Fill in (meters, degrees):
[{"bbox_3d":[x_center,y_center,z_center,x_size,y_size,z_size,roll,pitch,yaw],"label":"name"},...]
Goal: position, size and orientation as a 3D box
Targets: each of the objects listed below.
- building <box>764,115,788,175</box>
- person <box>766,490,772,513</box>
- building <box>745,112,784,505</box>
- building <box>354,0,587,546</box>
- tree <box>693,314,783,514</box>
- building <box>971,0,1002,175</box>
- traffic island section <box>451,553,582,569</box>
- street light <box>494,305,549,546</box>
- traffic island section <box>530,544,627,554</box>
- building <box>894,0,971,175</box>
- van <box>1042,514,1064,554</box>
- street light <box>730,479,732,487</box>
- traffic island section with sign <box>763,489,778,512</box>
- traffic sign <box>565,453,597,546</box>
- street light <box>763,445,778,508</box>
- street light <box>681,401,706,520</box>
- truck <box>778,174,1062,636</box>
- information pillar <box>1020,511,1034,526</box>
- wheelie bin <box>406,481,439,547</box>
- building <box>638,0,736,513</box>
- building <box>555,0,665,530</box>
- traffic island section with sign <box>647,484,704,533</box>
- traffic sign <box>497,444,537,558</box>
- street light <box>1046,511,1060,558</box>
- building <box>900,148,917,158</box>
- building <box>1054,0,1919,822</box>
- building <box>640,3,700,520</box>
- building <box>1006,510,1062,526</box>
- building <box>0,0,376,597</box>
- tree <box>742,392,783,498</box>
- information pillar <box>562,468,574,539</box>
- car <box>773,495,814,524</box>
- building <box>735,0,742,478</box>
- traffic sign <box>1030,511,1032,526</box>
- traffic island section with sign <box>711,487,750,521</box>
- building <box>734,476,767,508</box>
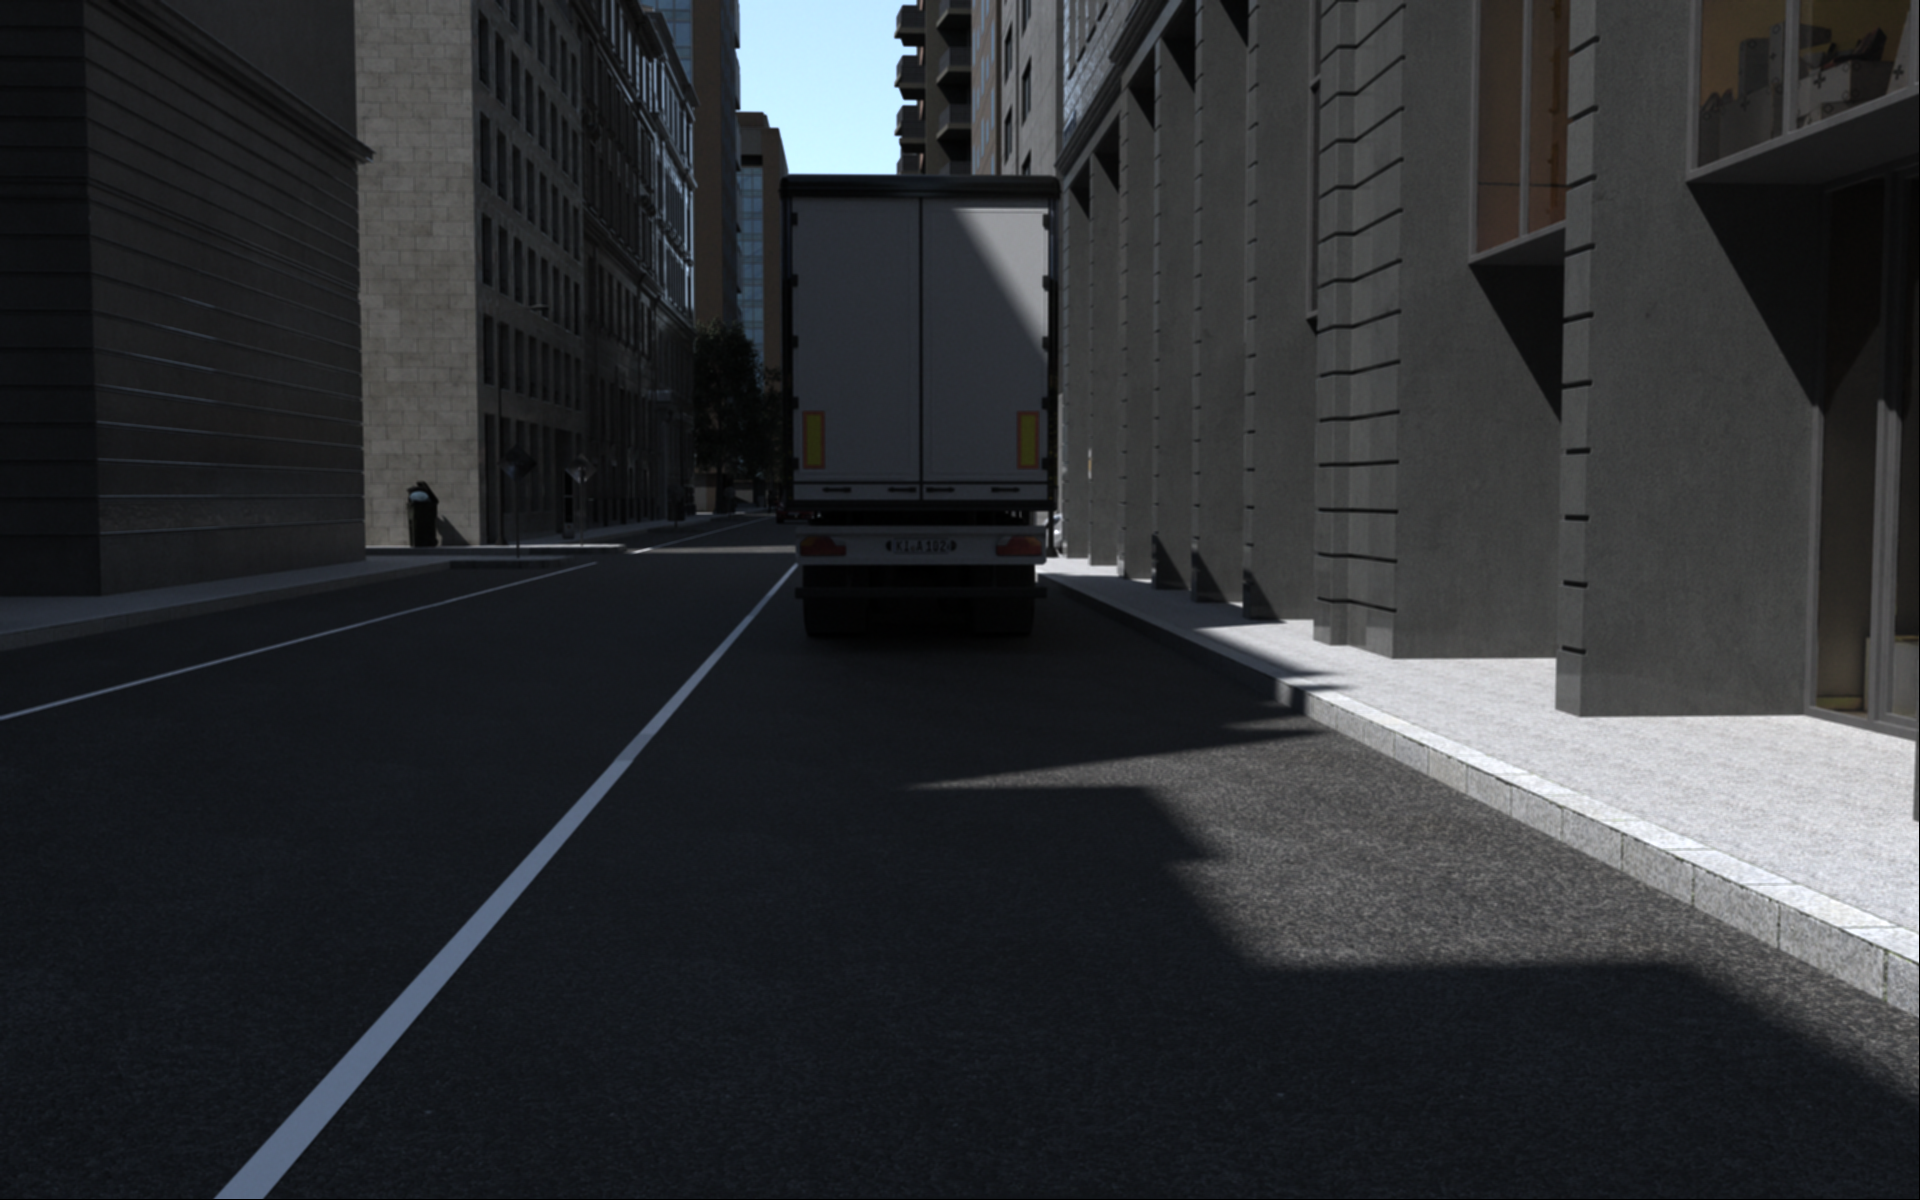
[{"bbox_3d":[-33.220,-36.741,224.420,21.300,48.544,21.600,0,4,-3],"label":"building"},{"bbox_3d":[-14.359,-7.371,129.731,0.721,1.735,1.217,0,4,2],"label":"person"},{"bbox_3d":[-28.108,-34.056,206.919,14.600,45.320,14.200,0,4,-3],"label":"building"},{"bbox_3d":[-17.492,-11.949,50.115,10.420,20.320,16.860,0,4,-3],"label":"building"},{"bbox_3d":[-15.377,-11.832,110.456,9.611,12.733,9.660,0,3,0],"label":"tree"},{"bbox_3d":[7.821,-25.779,71.603,14.600,45.320,14.200,0,4,-3],"label":"building"},{"bbox_3d":[-8.864,-0.757,34.658,2.009,0.180,2.903,0,4,-3],"label":"traffic island section"},{"bbox_3d":[-10.791,-4.290,42.678,1.470,5.913,1.316,0,4,-3],"label":"street light"},{"bbox_3d":[-9.329,-1.245,42.630,2.009,0.180,2.903,0,4,-3],"label":"traffic island section"},{"bbox_3d":[7.253,-27.471,103.778,22.147,44.769,28.867,0,4,-3],"label":"building"},{"bbox_3d":[3.802,-1.920,38.411,4.112,2.044,2.013,0,4,-2],"label":"van"},{"bbox_3d":[-15.236,-8.971,119.211,1.470,5.913,1.316,0,4,-3],"label":"street light"},{"bbox_3d":[-15.133,-8.141,141.740,1.989,1.847,2.006,0,4,-3],"label":"traffic island section with sign"},{"bbox_3d":[-9.306,-2.381,42.569,0.795,2.450,0.064,0,4,-3],"label":"traffic sign"},{"bbox_3d":[-17.878,-11.693,163.715,1.470,5.913,1.316,0,4,-3],"label":"street light"},{"bbox_3d":[-13.287,-6.946,86.107,1.470,5.913,1.316,0,4,-3],"label":"street light"},{"bbox_3d":[-0.527,-1.952,20.827,2.839,4.237,11.283,0,4,-2],"label":"truck"},{"bbox_3d":[1.636,-2.317,42.369,0.304,2.012,0.304,1,4,16],"label":"information pillar"},{"bbox_3d":[-13.014,-2.079,41.892,0.693,1.594,0.980,-2,4,-32],"label":"wheelie bin"},{"bbox_3d":[-23.375,-28.954,123.508,14.600,45.320,14.200,0,4,-3],"label":"building"},{"bbox_3d":[-19.656,-16.744,71.028,12.463,27.353,25.104,0,4,-3],"label":"building"},{"bbox_3d":[-10.659,-3.456,65.129,1.989,1.847,2.006,0,4,-3],"label":"traffic island section with sign"},{"bbox_3d":[-8.841,-1.893,34.598,0.795,2.450,0.064,0,4,-3],"label":"traffic sign"},{"bbox_3d":[1.297,-3.810,34.830,1.470,5.913,1.316,0,4,-3],"label":"street light"},{"bbox_3d":[3.432,-36.651,218.846,23.786,49.044,30.456,0,4,-3],"label":"building"},{"bbox_3d":[8.311,-14.835,20.042,11.434,29.767,29.804,0,4,-3],"label":"building"},{"bbox_3d":[-21.544,-18.812,93.483,13.634,28.700,20.117,0,4,-3],"label":"building"},{"bbox_3d":[12.206,-37.423,50.112,20.611,71.187,20.563,0,4,-3],"label":"building"},{"bbox_3d":[-22.642,-11.280,26.231,24.055,21.916,13.314,0,4,-3],"label":"building"},{"bbox_3d":[-21.230,-16.791,192.655,7.486,12.596,7.792,0,3,0],"label":"tree"},{"bbox_3d":[-11.229,-2.759,49.609,0.304,2.012,0.304,-1,4,-20],"label":"information pillar"},{"bbox_3d":[-8.124,-4.684,85.625,2.155,1.783,4.494,0,4,-3],"label":"car"},{"bbox_3d":[-32.323,-33.906,143.605,28.713,52.752,27.495,0,4,-3],"label":"building"},{"bbox_3d":[1.437,-1.929,35.175,0.795,2.450,0.064,0,4,-3],"label":"traffic sign"},{"bbox_3d":[-12.246,-5.124,92.405,1.989,1.847,2.006,0,4,-3],"label":"traffic island section with sign"},{"bbox_3d":[-35.629,-29.230,169.790,32.217,40.220,23.993,0,4,-3],"label":"building"}]
